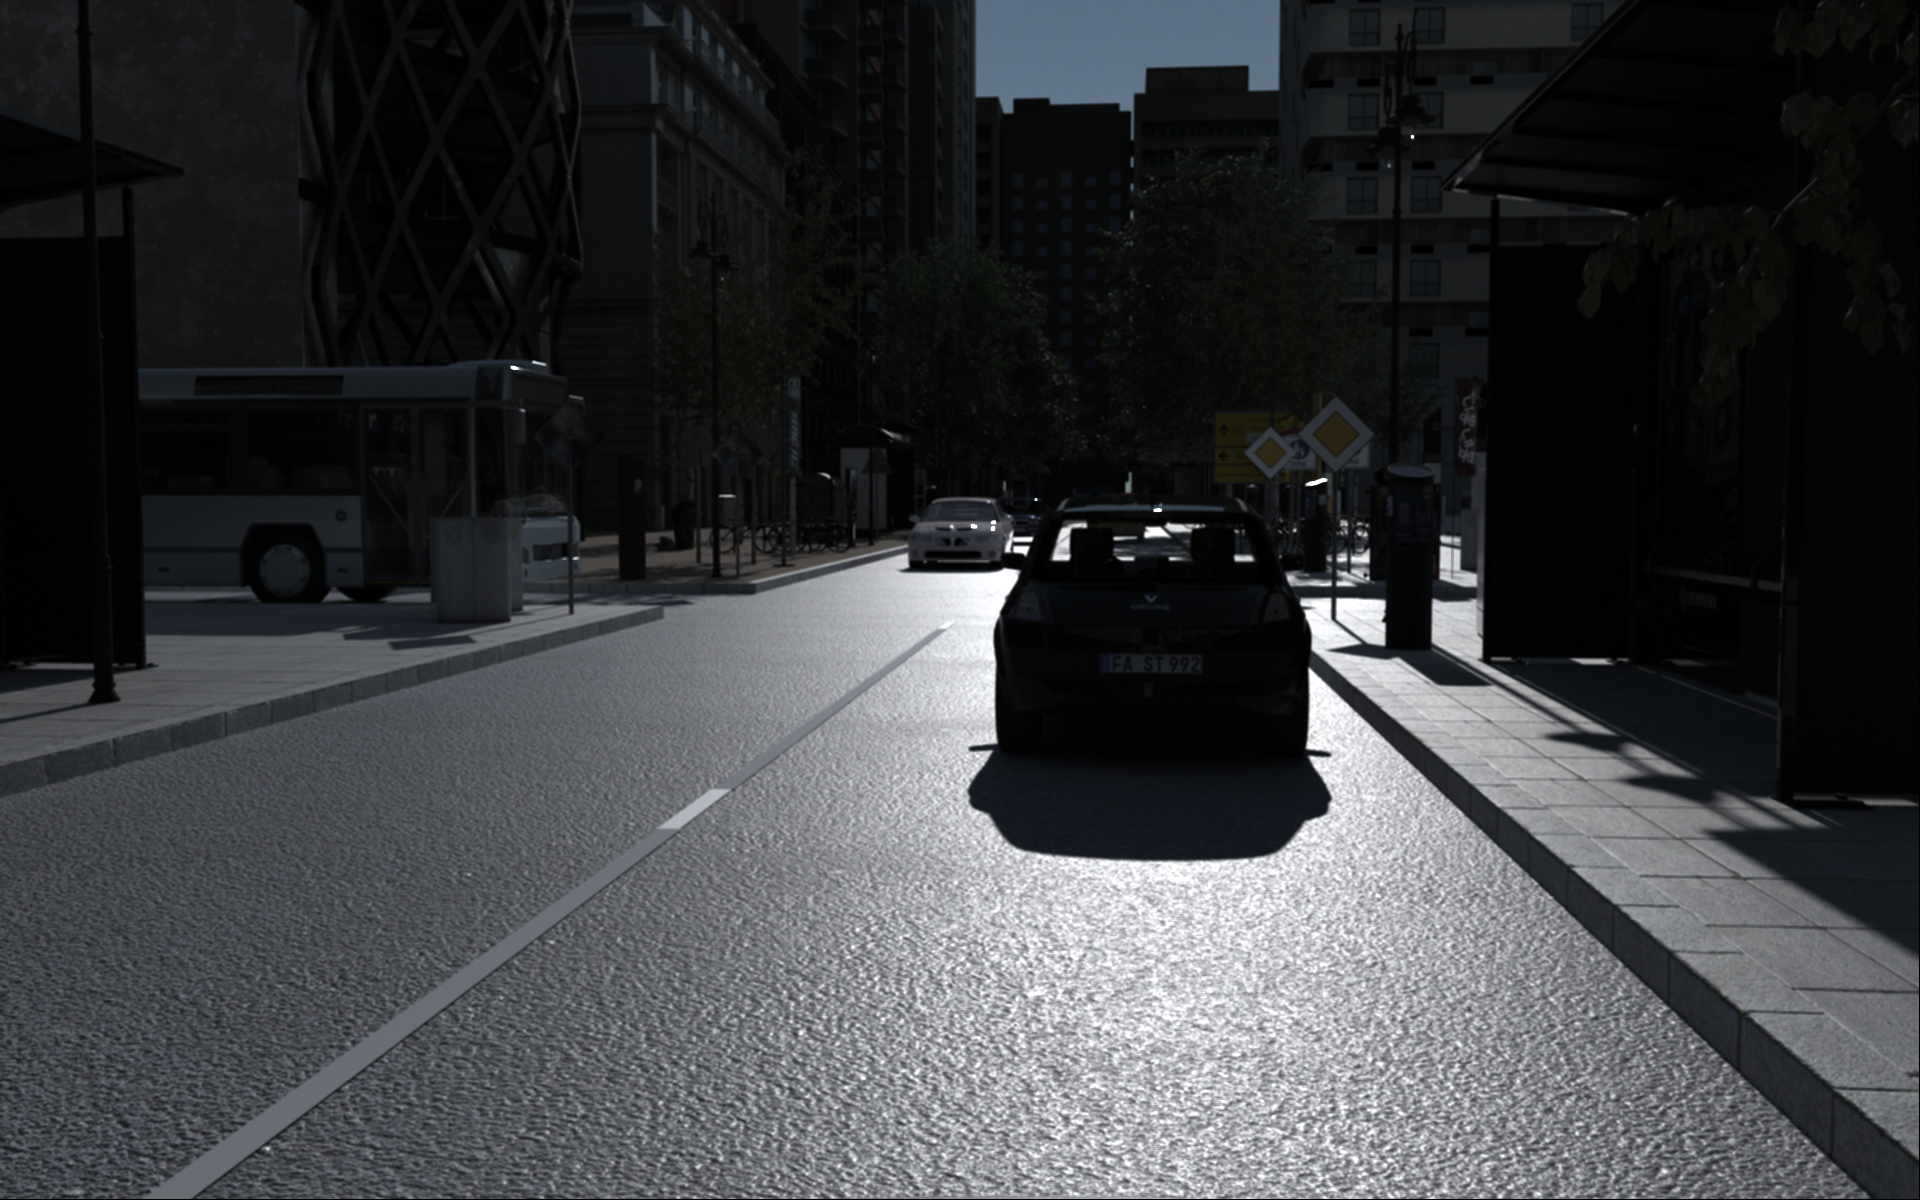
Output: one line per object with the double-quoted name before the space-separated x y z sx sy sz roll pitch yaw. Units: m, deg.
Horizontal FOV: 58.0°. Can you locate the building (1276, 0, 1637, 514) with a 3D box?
"building" 37.235 -32.629 122.718 28.713 52.752 27.495 0 4 5

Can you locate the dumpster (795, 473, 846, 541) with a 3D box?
"dumpster" -3.886 -2.570 47.785 1.264 1.857 1.865 0 4 5

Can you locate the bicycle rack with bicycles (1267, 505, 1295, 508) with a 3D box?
"bicycle rack with bicycles" 10.092 -2.578 55.525 2.925 0.926 2.852 3 4 37

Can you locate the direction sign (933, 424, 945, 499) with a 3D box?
"direction sign" -0.667 -3.915 56.008 0.379 3.537 0.876 1 4 23

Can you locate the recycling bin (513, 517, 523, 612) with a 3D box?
"recycling bin" -5.264 -0.386 18.858 0.722 1.027 0.722 2 4 28

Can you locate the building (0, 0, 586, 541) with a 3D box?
"building" -18.459 -10.763 43.427 16.820 18.784 16.811 0 4 5

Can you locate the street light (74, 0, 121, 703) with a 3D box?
"street light" -5.288 -2.308 10.526 0.468 5.910 1.993 0 4 5

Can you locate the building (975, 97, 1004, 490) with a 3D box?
"building" -5.201 -35.479 203.776 21.600 48.544 21.300 0 4 5

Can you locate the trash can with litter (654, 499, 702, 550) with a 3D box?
"trash can with litter" -6.519 -1.750 40.001 0.624 1.170 1.055 3 4 39

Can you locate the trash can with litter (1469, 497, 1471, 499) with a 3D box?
"trash can with litter" 28.136 -5.077 94.388 1.055 1.170 0.624 -3 5 -40

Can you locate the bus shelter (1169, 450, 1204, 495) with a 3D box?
"bus shelter" 10.909 -5.375 81.811 2.014 3.302 5.546 0 4 6

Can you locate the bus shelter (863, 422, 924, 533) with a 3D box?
"bus shelter" -2.426 -4.174 59.527 1.731 3.624 6.357 0 4 5

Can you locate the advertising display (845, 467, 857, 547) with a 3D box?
"advertising display" -2.638 -2.253 42.053 0.123 1.923 0.974 0 4 6

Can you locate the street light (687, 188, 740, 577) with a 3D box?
"street light" -3.759 -3.289 26.571 0.468 5.910 1.993 0 4 5

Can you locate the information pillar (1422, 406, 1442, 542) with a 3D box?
"information pillar" 12.535 -3.340 45.963 0.504 3.616 0.183 -1 4 -10

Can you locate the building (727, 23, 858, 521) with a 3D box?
"building" -12.658 -15.937 90.251 12.332 23.373 15.834 0 4 5

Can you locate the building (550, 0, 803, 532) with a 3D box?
"building" -15.086 -13.971 70.231 13.314 21.916 24.055 0 4 5

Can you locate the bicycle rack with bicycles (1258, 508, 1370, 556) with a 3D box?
"bicycle rack with bicycles" 7.345 -1.429 36.752 2.925 0.926 2.852 -1 4 -13

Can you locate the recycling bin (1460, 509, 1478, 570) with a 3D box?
"recycling bin" 8.963 -1.028 29.363 0.722 1.027 0.722 3 5 40

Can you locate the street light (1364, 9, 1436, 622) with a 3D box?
"street light" 4.320 -2.715 17.186 0.468 5.910 1.993 0 4 5

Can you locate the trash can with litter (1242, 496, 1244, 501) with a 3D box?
"trash can with litter" 13.741 -4.489 84.781 0.624 1.170 1.055 1 4 12

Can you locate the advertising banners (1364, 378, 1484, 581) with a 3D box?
"advertising banners" 6.971 -1.820 25.941 2.074 3.025 0.090 -1 4 -21

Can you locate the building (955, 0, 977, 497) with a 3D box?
"building" -9.524 -44.076 158.888 20.611 71.187 20.563 0 4 5

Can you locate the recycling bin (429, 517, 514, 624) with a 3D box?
"recycling bin" -4.961 -0.305 17.545 0.722 1.027 0.722 -1 4 -21

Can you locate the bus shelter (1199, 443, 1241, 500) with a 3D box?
"bus shelter" 11.113 -5.787 72.243 2.179 5.291 8.768 0 4 5

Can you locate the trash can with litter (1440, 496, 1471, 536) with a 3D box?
"trash can with litter" 15.436 -2.616 53.829 1.678 1.210 2.233 3 5 43

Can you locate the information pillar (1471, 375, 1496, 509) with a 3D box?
"information pillar" 10.272 -2.607 33.976 0.504 3.616 0.183 1 4 22

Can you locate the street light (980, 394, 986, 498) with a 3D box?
"street light" 0.973 -6.365 76.850 0.468 5.910 1.993 0 4 5

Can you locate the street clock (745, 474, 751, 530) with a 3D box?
"street clock" -7.395 -3.454 61.035 0.358 2.002 0.471 0 4 0

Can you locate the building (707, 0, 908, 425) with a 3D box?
"building" -15.398 -28.272 116.868 22.147 44.769 28.867 0 4 5

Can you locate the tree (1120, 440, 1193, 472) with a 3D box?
"tree" 17.386 -13.128 149.060 7.601 10.594 8.767 2 4 27

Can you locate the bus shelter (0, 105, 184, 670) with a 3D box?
"bus shelter" -6.753 -1.123 9.650 1.731 3.624 6.357 0 4 5

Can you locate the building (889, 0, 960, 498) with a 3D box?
"building" -7.672 -27.836 138.705 14.154 41.232 14.086 0 4 5

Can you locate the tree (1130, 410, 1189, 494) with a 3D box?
"tree" 16.316 -13.021 138.642 9.928 11.665 9.643 0 3 0

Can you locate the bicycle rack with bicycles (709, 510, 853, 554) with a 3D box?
"bicycle rack with bicycles" -3.711 -1.511 38.080 2.925 0.926 2.852 1 4 16

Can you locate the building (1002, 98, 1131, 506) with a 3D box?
"building" 12.404 -33.575 199.062 14.200 45.320 14.600 0 4 5

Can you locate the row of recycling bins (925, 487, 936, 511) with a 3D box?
"row of recycling bins" -2.516 -5.459 96.362 3.534 1.692 1.069 3 5 39

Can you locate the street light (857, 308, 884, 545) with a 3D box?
"street light" -2.217 -4.301 43.109 0.468 5.910 1.993 0 4 5

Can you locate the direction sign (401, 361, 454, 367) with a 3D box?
"direction sign" -9.099 -2.307 29.718 0.876 3.537 0.379 -2 4 -24

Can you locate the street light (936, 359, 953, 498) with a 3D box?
"street light" -0.535 -5.312 59.635 0.468 5.910 1.993 0 4 5

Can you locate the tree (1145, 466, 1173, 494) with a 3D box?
"tree" 13.583 -7.446 116.337 1.663 3.219 1.824 0 3 0

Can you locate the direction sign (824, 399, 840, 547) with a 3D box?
"direction sign" -3.109 -3.052 41.904 0.379 3.537 0.876 -1 4 -20

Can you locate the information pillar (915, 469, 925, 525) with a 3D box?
"information pillar" -1.178 -2.850 51.090 0.304 2.012 0.304 0 4 1

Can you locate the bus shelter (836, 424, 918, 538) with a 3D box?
"bus shelter" -2.616 -3.612 52.986 2.014 3.302 5.546 0 4 6

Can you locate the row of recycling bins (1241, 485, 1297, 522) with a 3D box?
"row of recycling bins" 14.167 -4.545 81.420 3.534 1.692 1.069 0 4 5

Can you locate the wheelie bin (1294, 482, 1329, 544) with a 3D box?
"wheelie bin" 9.086 -2.258 44.826 0.980 1.594 0.693 2 4 35

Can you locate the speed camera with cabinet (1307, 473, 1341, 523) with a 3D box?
"speed camera with cabinet" 15.971 -4.995 76.009 0.660 3.252 2.038 3 5 42

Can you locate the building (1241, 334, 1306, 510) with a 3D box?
"building" 39.118 -18.760 151.764 27.650 21.520 28.899 0 4 5

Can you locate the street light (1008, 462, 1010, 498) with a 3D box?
"street light" 2.650 -7.375 93.376 0.468 5.910 1.993 0 4 5

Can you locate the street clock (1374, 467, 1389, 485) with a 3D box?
"street clock" 11.248 -2.534 46.007 0.471 2.002 0.358 0 4 -6

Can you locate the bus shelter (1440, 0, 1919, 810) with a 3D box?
"bus shelter" 4.195 -1.148 10.053 1.731 3.624 6.357 0 4 5

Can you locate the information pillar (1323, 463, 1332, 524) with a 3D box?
"information pillar" 14.204 -4.622 66.918 0.504 3.616 0.183 -3 5 -42

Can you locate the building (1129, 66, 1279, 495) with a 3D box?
"building" 30.503 -35.260 200.196 21.600 48.544 21.300 0 4 5
